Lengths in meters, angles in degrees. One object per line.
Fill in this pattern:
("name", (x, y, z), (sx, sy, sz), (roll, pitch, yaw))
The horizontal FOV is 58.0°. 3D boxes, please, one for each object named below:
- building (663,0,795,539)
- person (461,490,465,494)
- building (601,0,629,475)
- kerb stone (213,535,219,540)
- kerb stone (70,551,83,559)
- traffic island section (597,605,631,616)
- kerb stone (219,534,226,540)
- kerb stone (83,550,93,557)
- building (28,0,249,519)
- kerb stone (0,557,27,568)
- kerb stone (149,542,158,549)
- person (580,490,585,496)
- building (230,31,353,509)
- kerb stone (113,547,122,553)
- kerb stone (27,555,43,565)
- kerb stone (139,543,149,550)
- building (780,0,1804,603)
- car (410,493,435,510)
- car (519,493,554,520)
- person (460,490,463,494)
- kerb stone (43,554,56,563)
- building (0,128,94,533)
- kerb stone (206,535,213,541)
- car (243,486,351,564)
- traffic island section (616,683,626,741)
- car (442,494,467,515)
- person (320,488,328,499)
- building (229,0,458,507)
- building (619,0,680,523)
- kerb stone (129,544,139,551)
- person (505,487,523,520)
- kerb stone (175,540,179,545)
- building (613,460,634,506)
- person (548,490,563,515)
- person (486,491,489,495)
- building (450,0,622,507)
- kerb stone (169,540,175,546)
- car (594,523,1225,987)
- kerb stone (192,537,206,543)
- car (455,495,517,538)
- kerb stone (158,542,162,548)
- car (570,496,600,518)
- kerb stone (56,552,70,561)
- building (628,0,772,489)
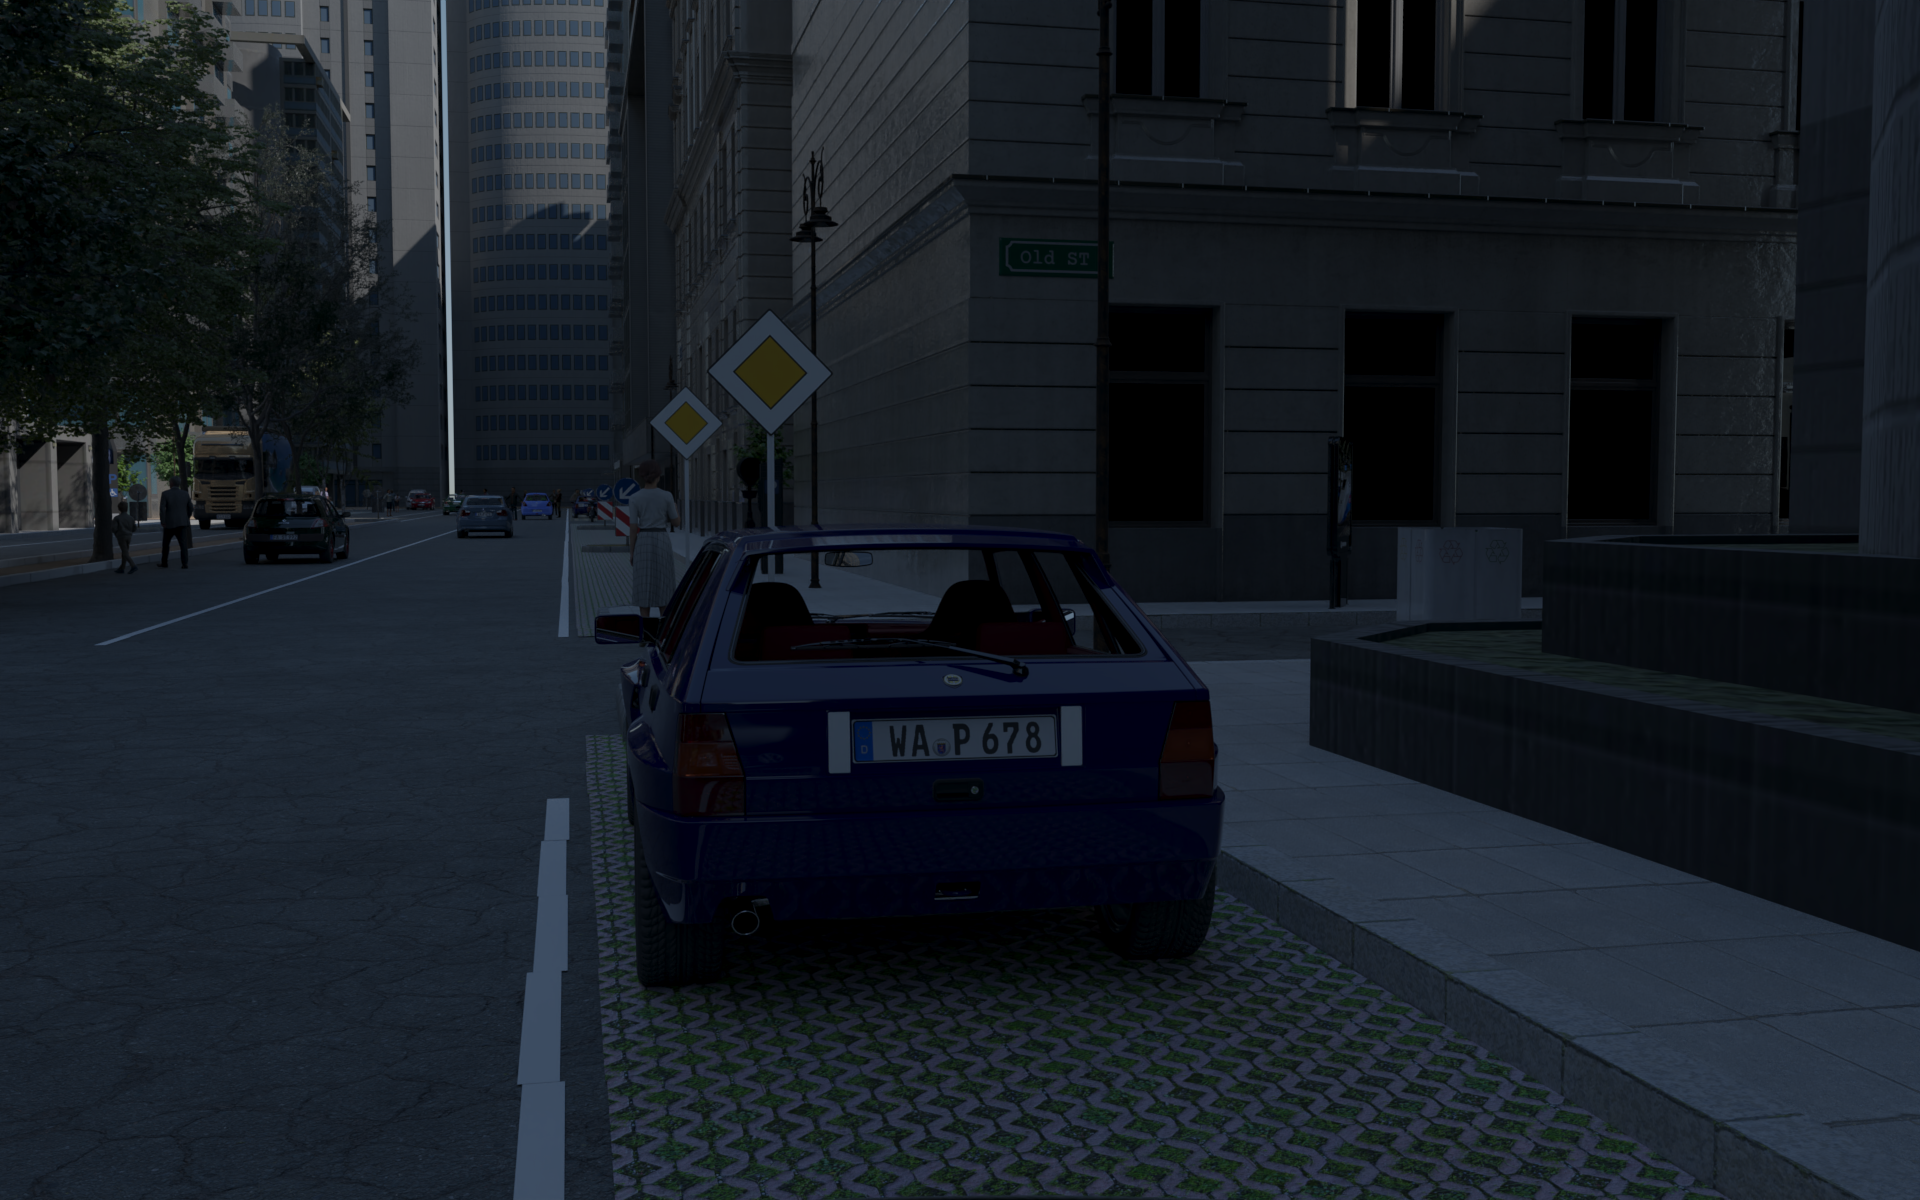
("building", (-2.133, -15.566, 51.766), (12.463, 27.353, 25.104), (-1, 4, -13))
("person", (-41.371, -8.273, 144.439), (0.621, 1.740, 0.551), (-2, 4, -31))
("building", (-19.853, -32.670, 153.770), (23.786, 49.044, 30.456), (-1, 4, -13))
("kerb stone", (-23.004, -1.898, 53.225), (0.120, 0.150, 1.000), (-1, 4, -13))
("kerb stone", (-19.618, -0.981, 38.235), (0.120, 0.150, 1.000), (-1, 4, -13))
("traffic island section", (-2.915, 0.210, 18.847), (2.009, 0.180, 2.903), (-1, 4, -13))
("kerb stone", (-23.229, -1.959, 54.222), (0.120, 0.150, 1.000), (-1, 4, -13))
("kerb stone", (-19.840, -1.042, 39.233), (0.120, 0.150, 1.000), (-1, 4, -13))
("building", (-54.397, -29.348, 99.450), (23.786, 49.044, 30.456), (-1, 4, -13))
("kerb stone", (-18.713, -0.737, 34.244), (0.120, 0.150, 1.000), (-1, 4, -13))
("kerb stone", (-21.189, -1.404, 45.231), (0.120, 0.150, 1.000), (-1, 4, -13))
("person", (-31.215, -8.155, 142.566), (0.721, 1.736, 1.217), (3, 4, 38))
("building", (-63.930, -27.634, 143.699), (23.993, 40.220, 32.217), (-1, 4, -13))
("kerb stone", (-20.520, -1.218, 42.229), (0.120, 0.150, 1.000), (-1, 4, -13))
("kerb stone", (-18.935, -0.798, 35.242), (0.120, 0.150, 1.000), (-1, 4, -13))
("kerb stone", (-20.969, -1.347, 44.226), (0.120, 0.150, 1.000), (-1, 4, -13))
("building", (19.269, -15.594, 31.382), (44.131, 29.872, 17.030), (-1, 4, -13))
("car", (-48.012, -8.918, 154.850), (2.155, 1.783, 4.494), (-1, 4, -13))
("car", (-23.733, -5.352, 97.102), (1.945, 1.707, 3.694), (-1, 4, -14))
("person", (-43.817, -8.786, 152.242), (0.705, 1.812, 1.348), (3, 5, 42))
("kerb stone", (-19.169, -0.857, 36.237), (0.120, 0.150, 1.000), (-1, 4, -13))
("building", (-42.075, -37.871, 57.441), (20.563, 71.187, 20.611), (-1, 4, -13))
("kerb stone", (-22.775, -1.829, 52.225), (0.120, 0.150, 1.000), (-1, 4, -13))
("car", (-14.120, -1.662, 36.965), (2.009, 1.686, 4.222), (-1, 4, -13))
("traffic island section", (-1.154, 0.686, 11.058), (2.009, 0.180, 2.903), (-1, 4, -13))
("car", (-34.406, -6.537, 118.673), (2.131, 1.459, 4.920), (-1, 4, -13))
("person", (-37.143, -5.697, 101.522), (0.599, 1.838, 0.709), (2, 4, 26))
("building", (-67.278, -38.802, 176.418), (28.212, 58.520, 21.231), (-1, 4, -13))
("building", (-7.758, -15.886, 78.807), (14.314, 24.678, 30.058), (-1, 4, -13))
("kerb stone", (-20.744, -1.283, 43.227), (0.120, 0.150, 1.000), (-1, 4, -13))
("person", (-24.319, -5.246, 94.302), (1.348, 1.821, 0.705), (1, 4, 21))
("kerb stone", (-21.874, -1.592, 48.232), (0.120, 0.150, 1.000), (-1, 4, -13))
("building", (-15.276, -42.186, 127.999), (20.563, 71.187, 20.611), (-1, 4, -13))
("person", (-27.294, -6.571, 116.644), (1.217, 1.735, 0.721), (-2, 4, -26))
("person", (-35.285, -7.356, 128.847), (0.705, 1.814, 1.350), (-3, 4, -38))
("building", (-39.253, -39.242, 183.597), (28.212, 58.520, 21.231), (-1, 4, -13))
("kerb stone", (-21.647, -1.527, 47.235), (0.120, 0.150, 1.000), (-1, 4, -13))
("car", (-0.379, 0.372, 6.499), (1.945, 1.354, 3.894), (-1, 4, -11))
("kerb stone", (-22.554, -1.776, 51.226), (0.120, 0.150, 1.000), (-1, 4, -13))
("car", (-15.810, -2.796, 57.712), (2.014, 1.417, 4.499), (-1, 4, -13))
("kerb stone", (-21.423, -1.467, 46.231), (0.120, 0.150, 1.000), (-1, 4, -13))
("car", (-22.252, -5.557, 103.431), (1.945, 1.354, 3.894), (-1, 4, -14))
("kerb stone", (-19.388, -0.920, 37.239), (0.120, 0.150, 1.000), (-1, 4, -13))
("building", (-9.307, -29.594, 107.569), (21.300, 48.544, 21.600), (-1, 4, -13))
